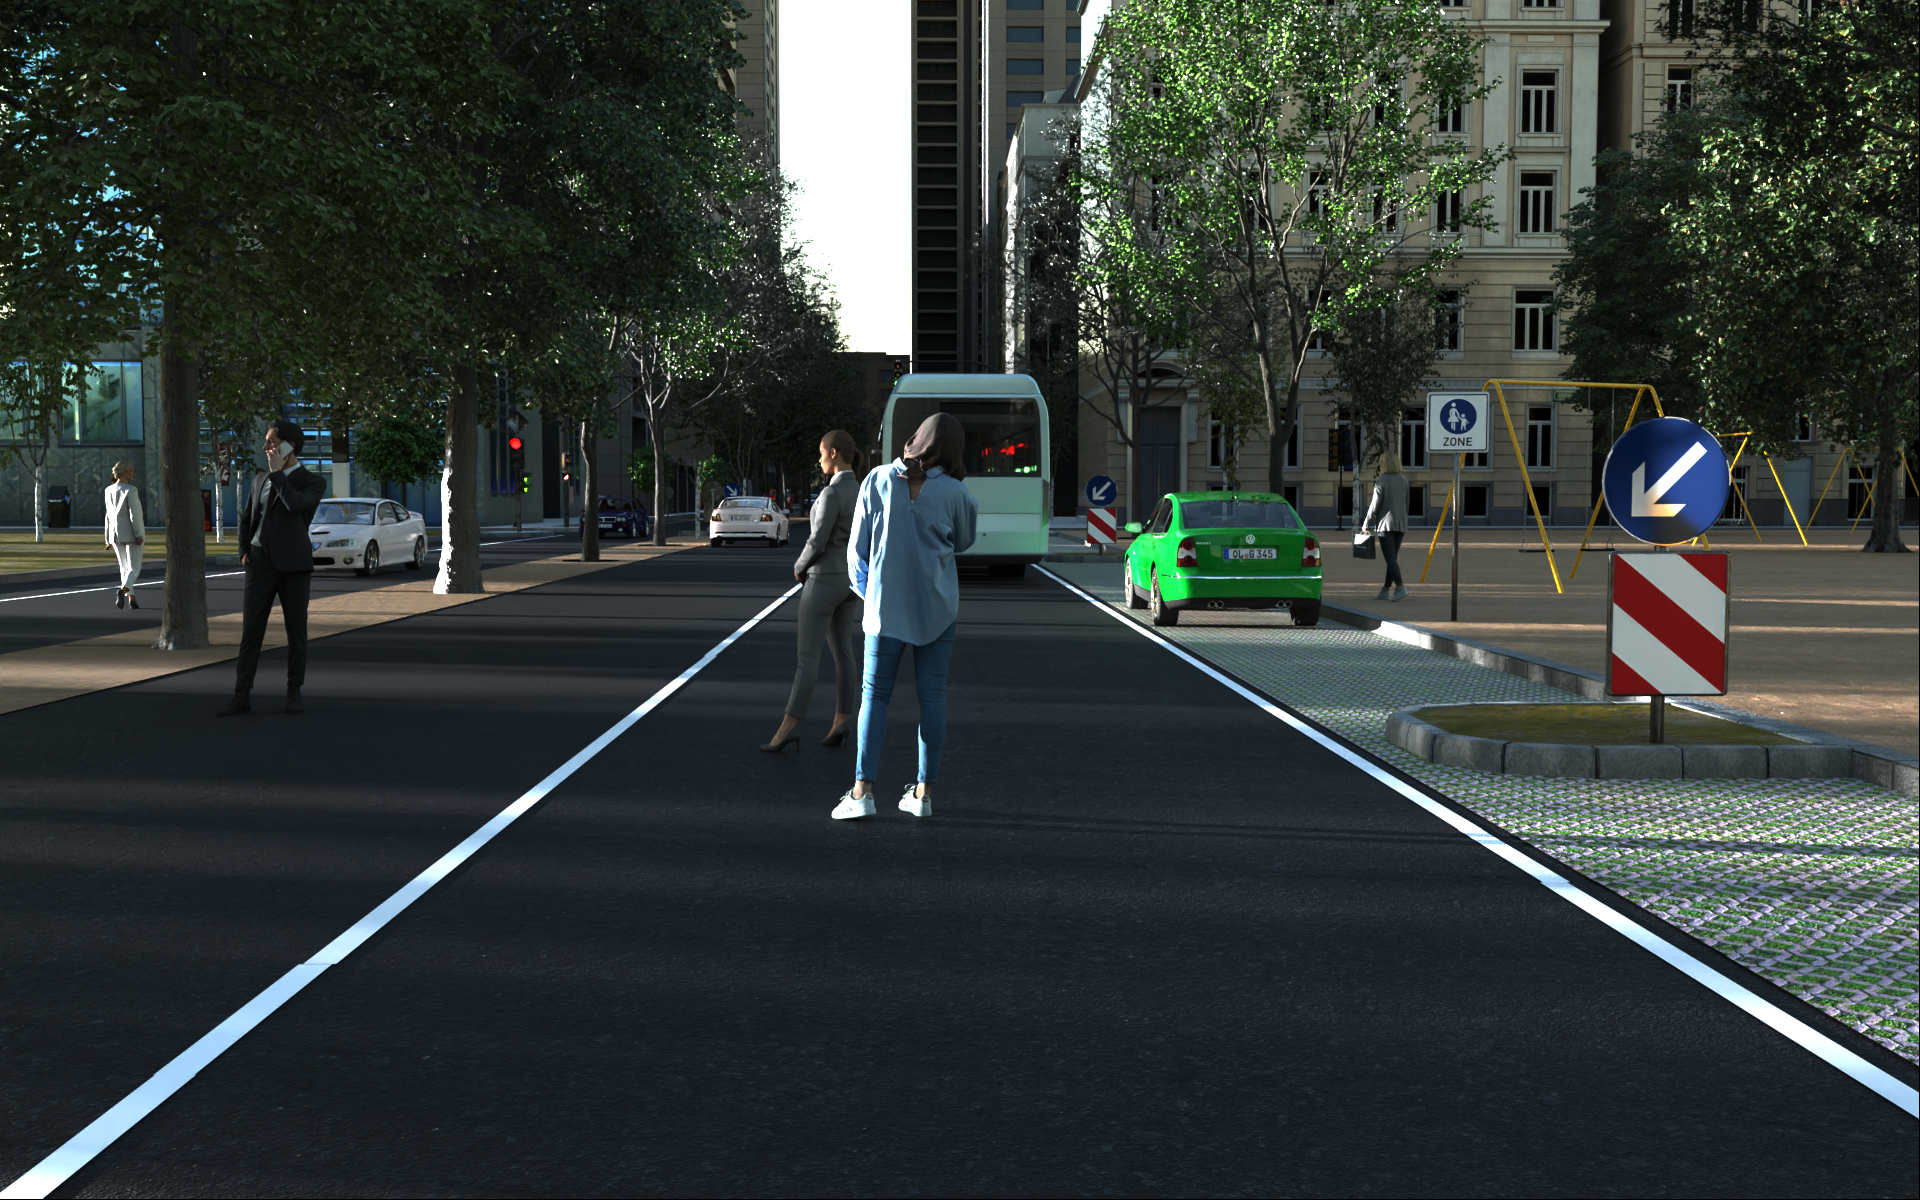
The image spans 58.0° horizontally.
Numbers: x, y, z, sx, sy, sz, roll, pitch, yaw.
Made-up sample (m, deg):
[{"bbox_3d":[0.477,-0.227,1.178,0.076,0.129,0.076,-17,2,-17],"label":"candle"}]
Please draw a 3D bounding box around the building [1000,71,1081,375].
[{"bbox_3d":[9.208,-21.404,127.447,11.434,29.767,29.804,0,4,-1],"label":"building"}]

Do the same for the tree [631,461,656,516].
[{"bbox_3d":[-18.189,-6.451,100.076,1.663,3.219,1.824,0,3,0],"label":"tree"}]

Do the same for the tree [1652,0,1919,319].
[{"bbox_3d":[11.164,-5.036,16.744,8.767,10.594,7.601,2,4,24],"label":"tree"}]

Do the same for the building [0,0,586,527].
[{"bbox_3d":[-30.005,-46.927,79.923,22.319,86.520,31.000,0,4,-1],"label":"building"}]

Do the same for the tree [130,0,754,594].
[{"bbox_3d":[-7.268,-7.074,24.773,9.857,13.997,8.962,0,3,0],"label":"tree"}]

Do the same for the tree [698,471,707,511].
[{"bbox_3d":[-19.794,-8.413,132.147,1.663,3.219,1.824,0,3,0],"label":"tree"}]

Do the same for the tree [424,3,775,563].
[{"bbox_3d":[-7.691,-6.601,36.136,9.928,11.665,9.643,0,3,0],"label":"tree"}]

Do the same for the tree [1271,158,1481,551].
[{"bbox_3d":[9.098,-5.394,38.556,4.360,8.622,3.978,0,3,0],"label":"tree"}]

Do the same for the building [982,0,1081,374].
[{"bbox_3d":[12.771,-38.906,178.119,21.231,58.520,28.212,0,4,-1],"label":"building"}]

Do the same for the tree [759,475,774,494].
[{"bbox_3d":[-19.779,-11.123,176.456,1.663,3.219,1.824,0,3,0],"label":"tree"}]

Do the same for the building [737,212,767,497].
[{"bbox_3d":[-28.368,-25.286,185.126,14.160,30.474,14.107,0,4,-1],"label":"building"}]

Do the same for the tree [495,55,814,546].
[{"bbox_3d":[-8.230,-8.213,47.117,12.009,13.543,11.850,0,3,0],"label":"tree"}]

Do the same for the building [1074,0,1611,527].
[{"bbox_3d":[15.300,-17.616,73.919,20.117,28.700,13.634,0,4,-1],"label":"building"}]

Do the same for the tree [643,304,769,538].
[{"bbox_3d":[-8.433,-6.282,55.533,4.360,8.622,3.978,0,3,0],"label":"tree"}]

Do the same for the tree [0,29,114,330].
[{"bbox_3d":[-17.056,-6.188,26.937,9.928,11.665,9.643,0,3,0],"label":"tree"}]

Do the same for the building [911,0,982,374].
[{"bbox_3d":[3.701,-48.775,235.720,20.611,71.187,20.563,0,4,-1],"label":"building"}]

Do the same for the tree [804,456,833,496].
[{"bbox_3d":[-10.060,-10.473,124.057,4.360,8.622,3.978,0,3,0],"label":"tree"}]

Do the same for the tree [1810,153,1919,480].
[{"bbox_3d":[16.851,-4.802,28.872,4.360,8.622,3.978,0,3,0],"label":"tree"}]

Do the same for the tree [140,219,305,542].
[{"bbox_3d":[-19.543,-5.852,46.038,4.360,8.622,3.978,0,3,0],"label":"tree"}]

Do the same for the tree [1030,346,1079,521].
[{"bbox_3d":[4.490,-8.172,83.975,4.360,8.622,3.978,0,3,0],"label":"tree"}]

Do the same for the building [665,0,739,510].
[{"bbox_3d":[-31.257,-32.284,151.541,21.300,48.544,21.600,0,4,-1],"label":"building"}]

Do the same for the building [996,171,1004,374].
[{"bbox_3d":[10.169,-23.614,157.785,14.160,30.474,14.107,0,4,-1],"label":"building"}]

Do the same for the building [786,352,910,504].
[{"bbox_3d":[-21.355,-24.183,240.425,28.899,21.520,27.650,0,4,-1],"label":"building"}]

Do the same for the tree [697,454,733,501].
[{"bbox_3d":[-19.664,-9.471,138.570,4.285,4.588,4.351,0,3,0],"label":"tree"}]

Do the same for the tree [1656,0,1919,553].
[{"bbox_3d":[20.396,-7.396,37.928,9.611,12.733,9.660,0,3,0],"label":"tree"}]

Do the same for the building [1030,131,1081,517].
[{"bbox_3d":[10.899,-16.833,104.900,12.332,23.373,15.834,0,4,-1],"label":"building"}]

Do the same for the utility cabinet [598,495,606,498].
[{"bbox_3d":[-17.207,-4.381,82.792,0.306,1.237,1.020,0,4,8],"label":"utility cabinet"}]

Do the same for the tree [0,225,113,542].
[{"bbox_3d":[-24.908,-5.886,46.595,4.737,8.622,4.395,0,3,0],"label":"tree"}]

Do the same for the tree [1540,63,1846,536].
[{"bbox_3d":[22.684,-8.951,53.005,9.857,13.997,8.962,0,3,0],"label":"tree"}]

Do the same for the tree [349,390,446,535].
[{"bbox_3d":[-17.402,-4.311,54.193,4.285,4.588,4.351,0,3,0],"label":"tree"}]

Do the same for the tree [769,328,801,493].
[{"bbox_3d":[-8.443,-7.017,67.543,4.360,8.622,3.978,0,3,0],"label":"tree"}]

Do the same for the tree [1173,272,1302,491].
[{"bbox_3d":[8.959,-6.512,56.834,4.737,8.622,4.395,0,3,0],"label":"tree"}]

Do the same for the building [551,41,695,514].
[{"bbox_3d":[-28.953,-41.529,117.253,20.563,71.187,20.611,0,4,-1],"label":"building"}]

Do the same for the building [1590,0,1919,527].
[{"bbox_3d":[38.021,-16.881,73.269,25.104,27.353,12.463,0,4,-1],"label":"building"}]

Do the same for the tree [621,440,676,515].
[{"bbox_3d":[-18.990,-7.465,105.765,4.285,4.588,4.351,0,3,0],"label":"tree"}]

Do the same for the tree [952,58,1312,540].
[{"bbox_3d":[4.912,-8.471,48.868,12.009,13.543,11.850,0,3,0],"label":"tree"}]

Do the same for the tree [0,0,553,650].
[{"bbox_3d":[-7.285,-5.839,16.058,7.486,12.596,7.792,0,3,0],"label":"tree"}]

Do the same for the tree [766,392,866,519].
[{"bbox_3d":[-9.754,-9.824,97.490,8.767,10.594,7.601,0,4,-1],"label":"tree"}]

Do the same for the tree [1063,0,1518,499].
[{"bbox_3d":[5.666,-6.391,30.256,9.928,11.665,9.643,0,3,0],"label":"tree"}]

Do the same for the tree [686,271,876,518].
[{"bbox_3d":[-9.114,-10.260,87.223,9.611,12.733,9.660,0,3,0],"label":"tree"}]

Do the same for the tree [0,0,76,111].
[{"bbox_3d":[-7.696,-4.380,8.477,8.767,10.594,7.601,0,4,-1],"label":"tree"}]

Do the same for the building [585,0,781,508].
[{"bbox_3d":[-32.116,-46.847,204.200,20.611,71.187,20.563,0,4,-1],"label":"building"}]
